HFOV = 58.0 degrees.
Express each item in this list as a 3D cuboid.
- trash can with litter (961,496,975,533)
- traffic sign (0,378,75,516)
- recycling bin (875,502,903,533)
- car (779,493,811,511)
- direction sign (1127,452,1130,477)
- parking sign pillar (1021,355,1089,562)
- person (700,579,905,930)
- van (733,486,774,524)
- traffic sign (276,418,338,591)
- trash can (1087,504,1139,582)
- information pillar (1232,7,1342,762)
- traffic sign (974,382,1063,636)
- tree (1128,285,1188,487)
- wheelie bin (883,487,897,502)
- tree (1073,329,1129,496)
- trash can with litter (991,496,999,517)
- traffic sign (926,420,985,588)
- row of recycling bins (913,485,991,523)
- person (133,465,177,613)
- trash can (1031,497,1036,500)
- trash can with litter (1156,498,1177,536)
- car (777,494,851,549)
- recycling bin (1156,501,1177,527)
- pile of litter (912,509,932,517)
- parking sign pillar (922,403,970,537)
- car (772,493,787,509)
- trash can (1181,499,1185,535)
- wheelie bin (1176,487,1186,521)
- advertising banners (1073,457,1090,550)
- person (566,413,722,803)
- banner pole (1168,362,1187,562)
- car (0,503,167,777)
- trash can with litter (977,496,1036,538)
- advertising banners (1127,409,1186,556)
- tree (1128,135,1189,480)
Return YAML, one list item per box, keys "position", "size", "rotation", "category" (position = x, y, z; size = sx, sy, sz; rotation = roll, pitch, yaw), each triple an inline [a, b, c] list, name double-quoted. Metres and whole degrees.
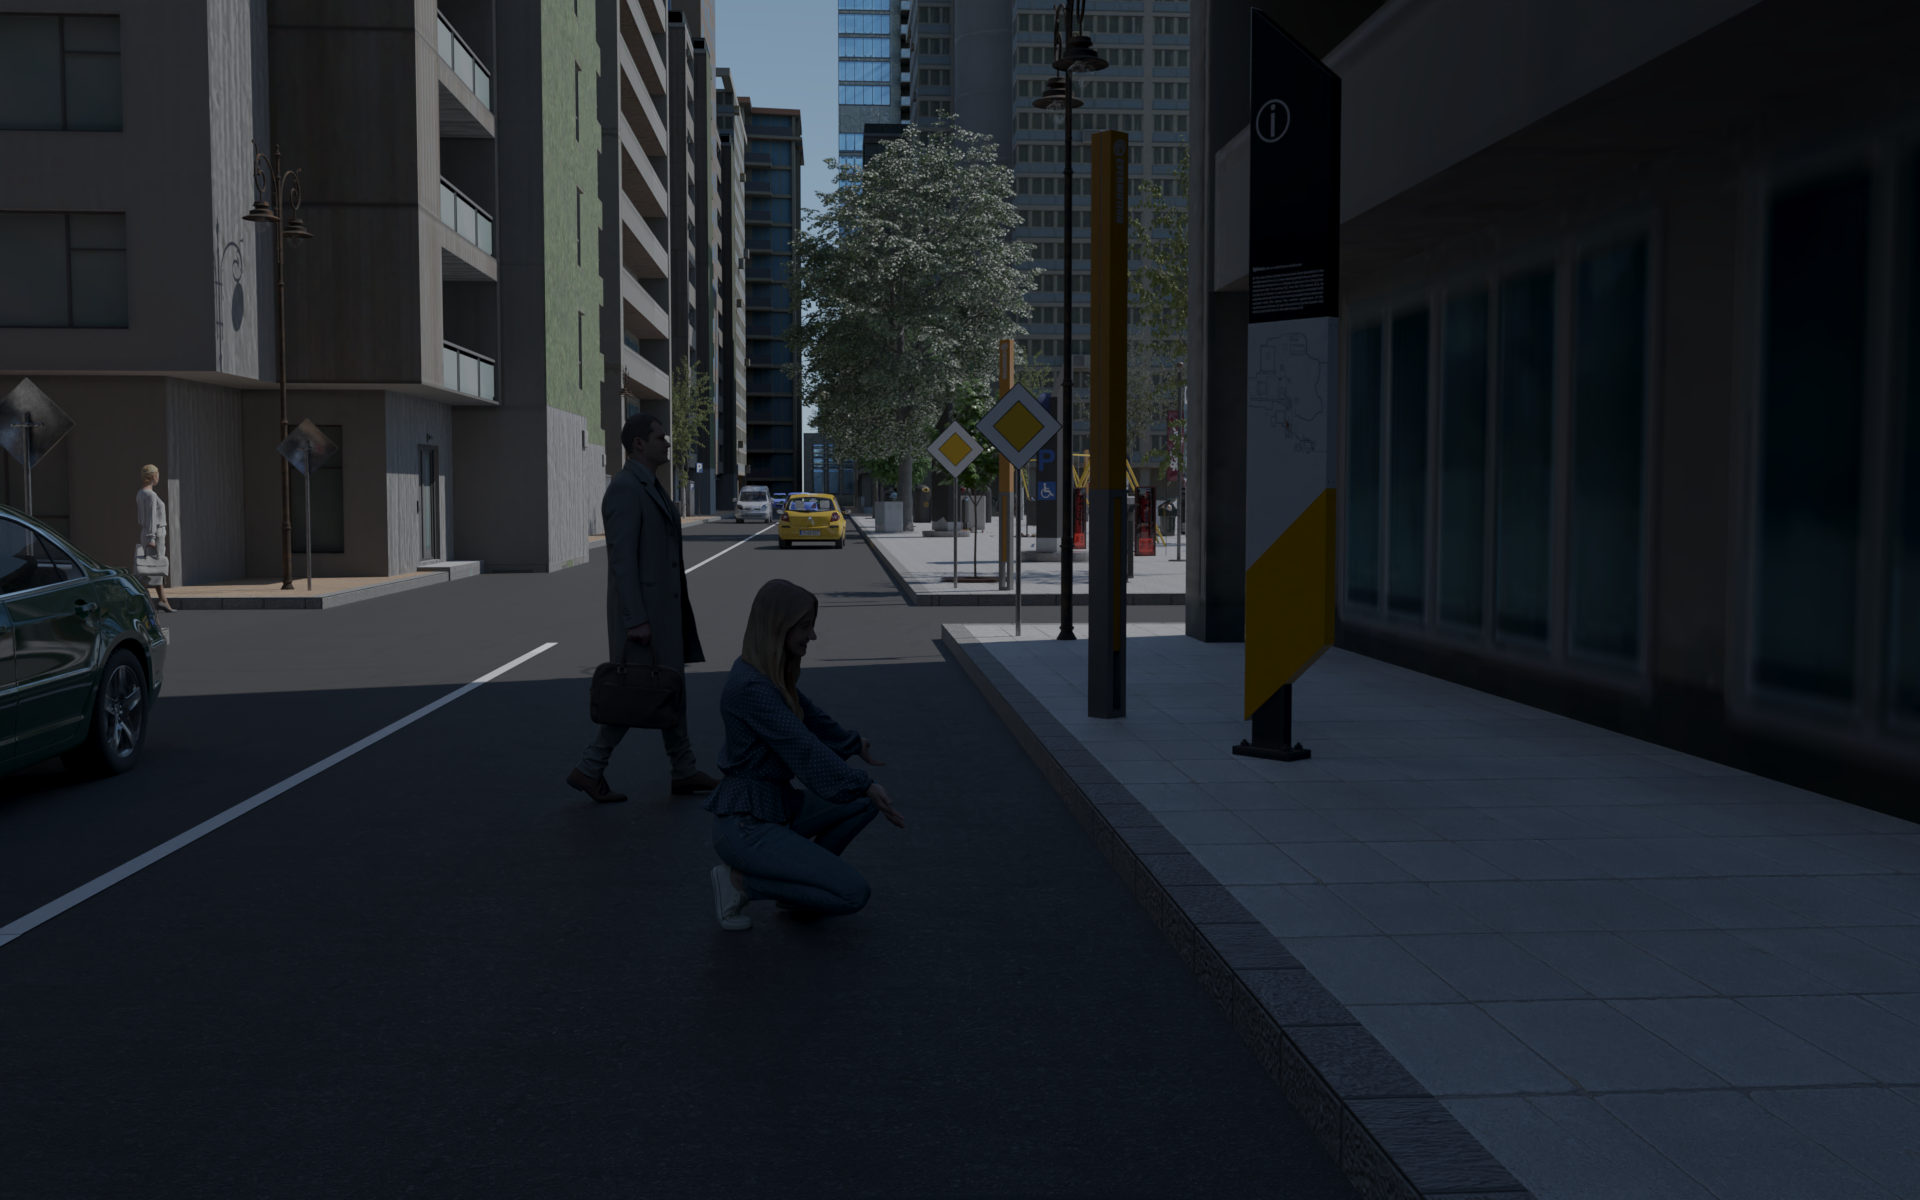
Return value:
- position: [0.331, -2.852, 57.690]
  size: [1.678, 1.210, 2.233]
  rotation: [1, 4, 8]
  category: "trash can with litter"
- position: [-8.050, -0.693, 14.979]
  size: [0.795, 2.450, 0.064]
  rotation: [0, 4, -4]
  category: "traffic sign"
- position: [-2.376, -2.770, 57.840]
  size: [0.722, 1.027, 0.722]
  rotation: [-2, 4, -30]
  category: "recycling bin"
- position: [-7.652, -4.470, 82.668]
  size: [1.945, 1.707, 3.694]
  rotation: [0, 4, -6]
  category: "car"
- position: [9.022, -6.232, 93.892]
  size: [0.379, 3.537, 0.876]
  rotation: [-1, 4, -19]
  category: "direction sign"
- position: [1.810, -2.727, 33.064]
  size: [1.447, 3.967, 1.447]
  rotation: [1, 4, 17]
  category: "parking sign pillar"
- position: [-0.478, 0.497, 5.880]
  size: [0.738, 1.151, 1.012]
  rotation: [0, 4, 7]
  category: "person"
- position: [-10.148, -4.791, 85.338]
  size: [2.013, 2.044, 4.112]
  rotation: [0, 4, -4]
  category: "van"
- position: [-8.638, -1.180, 22.942]
  size: [0.795, 2.450, 0.064]
  rotation: [0, 4, -4]
  category: "traffic sign"
- position: [2.227, -0.829, 25.206]
  size: [0.748, 1.137, 0.748]
  rotation: [0, 3, 0]
  category: "trash can"
- position: [1.578, -1.036, 8.297]
  size: [0.183, 3.616, 0.504]
  rotation: [-3, 5, -42]
  category: "information pillar"
- position: [0.523, -0.731, 15.589]
  size: [0.795, 2.450, 0.064]
  rotation: [0, 4, -4]
  category: "traffic sign"
- position: [8.275, -6.608, 58.396]
  size: [4.360, 8.622, 3.978]
  rotation: [0, 3, 0]
  category: "tree"
- position: [-3.153, -4.451, 80.678]
  size: [0.980, 1.594, 0.693]
  rotation: [3, 5, 43]
  category: "wheelie bin"
- position: [6.923, -7.487, 72.771]
  size: [4.360, 8.622, 3.978]
  rotation: [0, 3, 0]
  category: "tree"
- position: [1.916, -5.281, 97.738]
  size: [0.624, 1.170, 1.055]
  rotation: [3, 4, 38]
  category: "trash can with litter"
- position: [-0.065, -1.218, 23.553]
  size: [0.795, 2.450, 0.064]
  rotation: [0, 4, -4]
  category: "traffic sign"
- position: [-0.355, -4.288, 77.214]
  size: [3.534, 1.692, 1.069]
  rotation: [0, 4, 2]
  category: "row of recycling bins"
- position: [-9.698, -0.723, 20.672]
  size: [0.624, 1.780, 0.694]
  rotation: [-2, 4, -29]
  category: "person"
- position: [4.131, -5.256, 97.589]
  size: [0.748, 1.137, 0.748]
  rotation: [0, 3, 0]
  category: "trash can"
- position: [6.052, -2.511, 52.435]
  size: [1.055, 1.170, 0.624]
  rotation: [3, 4, 36]
  category: "trash can with litter"
- position: [-3.951, -2.222, 46.549]
  size: [2.015, 1.641, 3.980]
  rotation: [0, 4, -3]
  category: "car"
- position: [7.868, -3.303, 66.558]
  size: [0.722, 1.027, 0.722]
  rotation: [2, 4, 30]
  category: "recycling bin"
- position: [-1.845, -5.166, 98.429]
  size: [1.719, 0.858, 1.176]
  rotation: [3, 4, 36]
  category: "pile of litter"
- position: [-0.414, -3.870, 51.749]
  size: [1.447, 3.967, 1.447]
  rotation: [-1, 4, -23]
  category: "parking sign pillar"
- position: [-16.820, -9.296, 161.581]
  size: [1.945, 1.707, 3.694]
  rotation: [0, 4, -4]
  category: "car"
- position: [7.204, -2.630, 54.648]
  size: [0.748, 1.137, 0.748]
  rotation: [0, 3, 0]
  category: "trash can"
- position: [10.172, -4.271, 77.734]
  size: [0.980, 1.594, 0.693]
  rotation: [1, 4, 9]
  category: "wheelie bin"
- position: [2.723, -2.683, 40.055]
  size: [2.074, 3.025, 0.090]
  rotation: [-3, 5, -40]
  category: "advertising banners"
- position: [-1.452, 0.029, 8.131]
  size: [0.767, 1.812, 0.694]
  rotation: [0, 4, -1]
  category: "person"
- position: [4.303, -2.636, 33.118]
  size: [0.401, 3.779, 0.863]
  rotation: [2, 4, 34]
  category: "banner pole"
- position: [-5.084, 0.265, 7.459]
  size: [2.131, 1.459, 4.920]
  rotation: [0, 4, -4]
  category: "car"
- position: [1.947, -2.487, 51.723]
  size: [2.233, 1.210, 1.678]
  rotation: [3, 4, 38]
  category: "trash can with litter"
- position: [3.795, -2.416, 35.684]
  size: [2.074, 3.025, 0.090]
  rotation: [-1, 4, -20]
  category: "advertising banners"
- position: [4.521, -4.764, 28.247]
  size: [4.737, 8.622, 4.395]
  rotation: [0, 3, 0]
  category: "tree"
